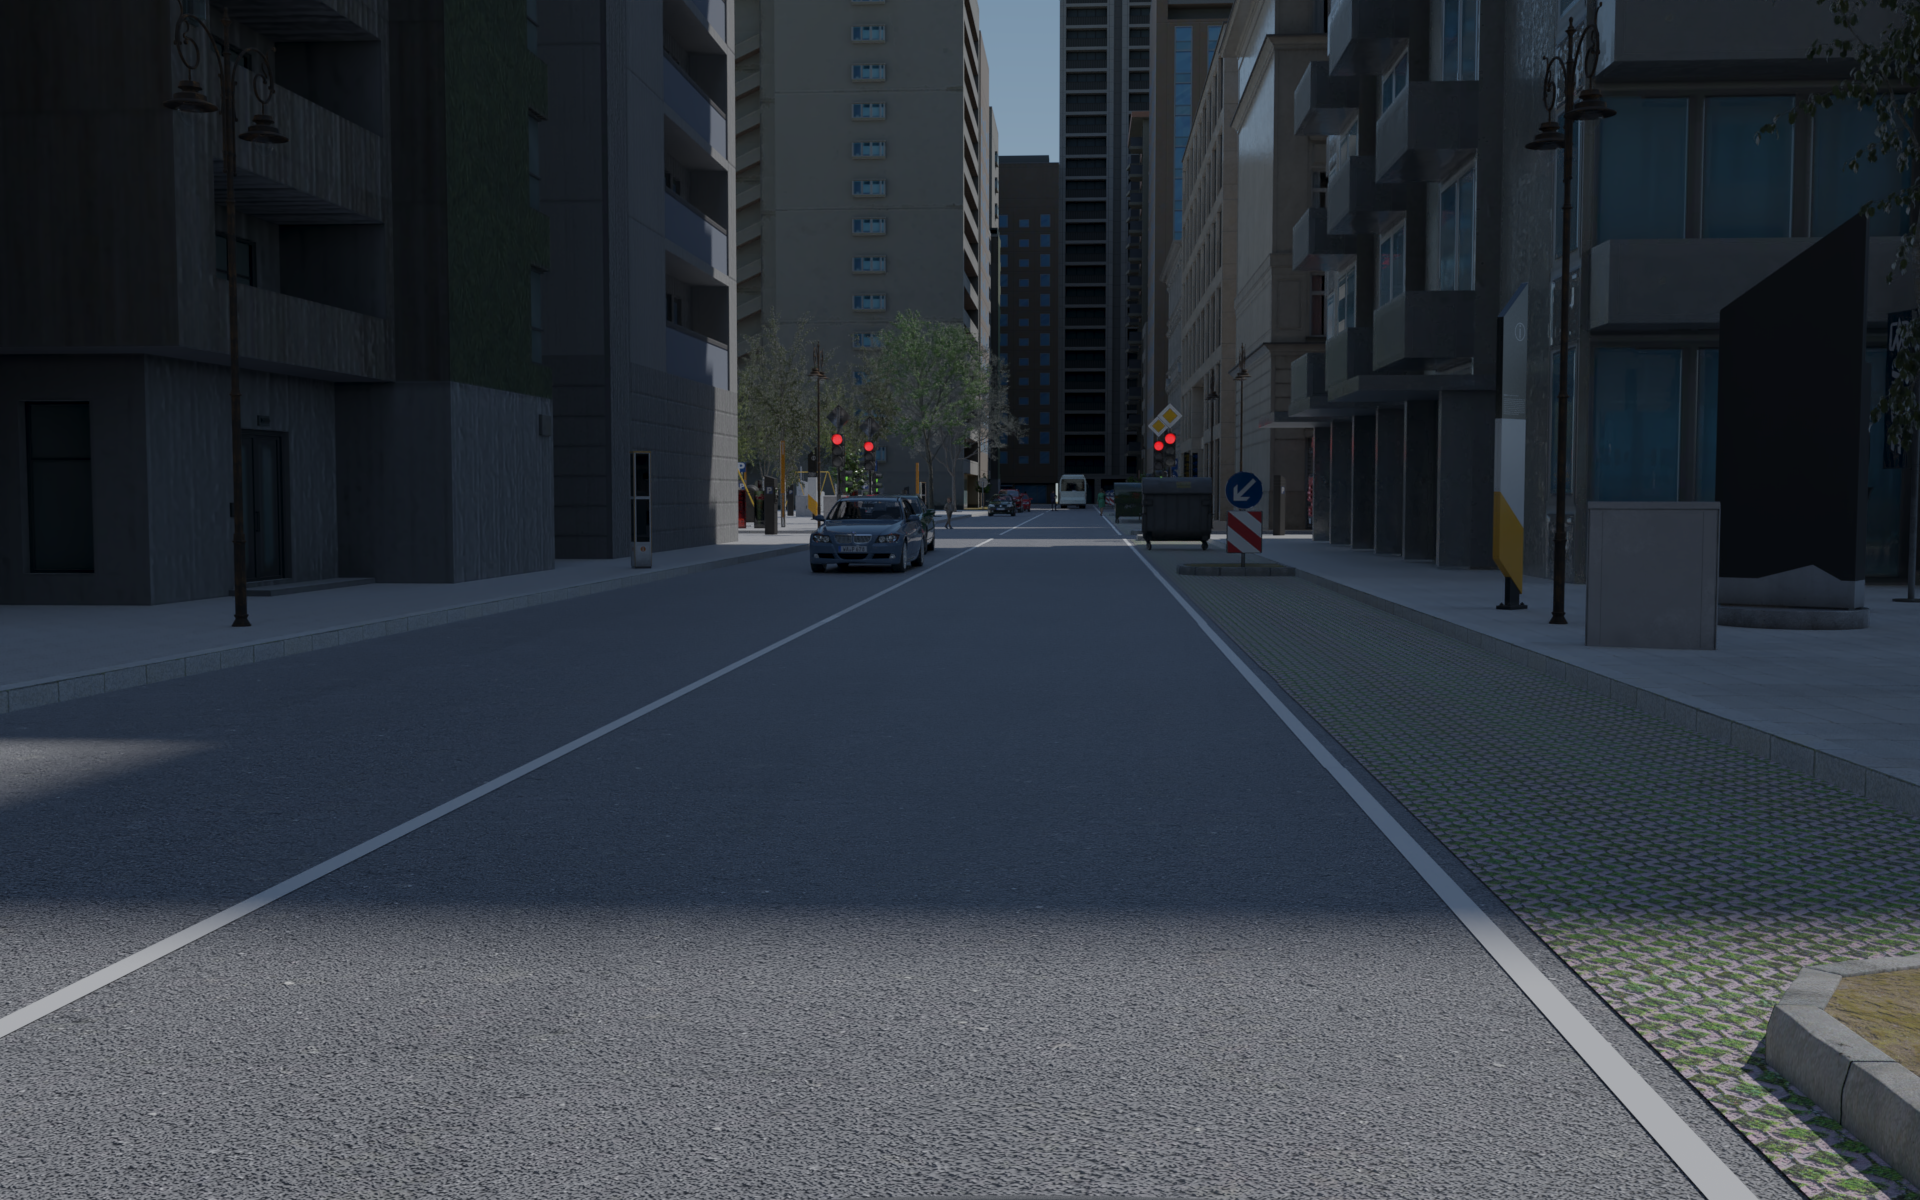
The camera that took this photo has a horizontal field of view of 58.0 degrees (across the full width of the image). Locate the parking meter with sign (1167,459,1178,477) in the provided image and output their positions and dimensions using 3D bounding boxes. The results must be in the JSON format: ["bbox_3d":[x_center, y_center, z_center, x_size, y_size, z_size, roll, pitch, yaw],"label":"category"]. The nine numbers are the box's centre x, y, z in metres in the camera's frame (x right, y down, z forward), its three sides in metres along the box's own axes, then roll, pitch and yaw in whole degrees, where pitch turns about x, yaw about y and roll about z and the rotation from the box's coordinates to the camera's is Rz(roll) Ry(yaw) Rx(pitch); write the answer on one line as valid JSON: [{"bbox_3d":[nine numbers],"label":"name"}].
[{"bbox_3d":[10.331,-5.373,84.110,0.543,3.016,1.738,0,4,5],"label":"parking meter with sign"}]

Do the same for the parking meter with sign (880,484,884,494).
[{"bbox_3d":[-6.161,-8.316,132.219,1.738,3.016,0.543,-1,4,-20],"label":"parking meter with sign"}]

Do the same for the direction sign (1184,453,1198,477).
[{"bbox_3d":[12.599,-6.277,94.627,0.876,3.537,0.379,-2,4,-24],"label":"direction sign"}]

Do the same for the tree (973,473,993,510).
[{"bbox_3d":[2.092,-9.108,143.518,1.663,3.219,1.824,0,3,0],"label":"tree"}]

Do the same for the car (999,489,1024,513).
[{"bbox_3d":[3.805,-7.635,133.499,2.281,1.827,5.304,0,4,4],"label":"car"}]

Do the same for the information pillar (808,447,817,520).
[{"bbox_3d":[-7.302,-5.783,85.899,0.504,3.616,0.183,1,4,22],"label":"information pillar"}]

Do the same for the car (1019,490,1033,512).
[{"bbox_3d":[4.806,-8.021,140.191,2.155,1.783,4.494,0,4,2],"label":"car"}]

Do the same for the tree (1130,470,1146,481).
[{"bbox_3d":[14.637,-8.796,138.421,1.663,3.219,1.824,0,3,0],"label":"tree"}]

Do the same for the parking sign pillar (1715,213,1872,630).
[{"bbox_3d":[8.129,-1.740,16.917,1.447,3.967,1.447,3,5,39],"label":"parking sign pillar"}]

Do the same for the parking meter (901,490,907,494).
[{"bbox_3d":[-3.547,-6.216,110.048,0.372,1.533,0.369,0,3,0],"label":"parking meter"}]

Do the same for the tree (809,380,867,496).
[{"bbox_3d":[-7.715,-9.782,110.290,4.737,8.622,4.395,0,3,0],"label":"tree"}]

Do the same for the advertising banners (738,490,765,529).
[{"bbox_3d":[-8.158,-4.167,64.317,2.074,3.025,0.090,-1,4,-14],"label":"advertising banners"}]

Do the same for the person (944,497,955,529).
[{"bbox_3d":[-0.429,-3.552,70.848,0.475,1.303,0.640,-3,5,-41],"label":"person"}]

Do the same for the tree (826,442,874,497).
[{"bbox_3d":[-4.012,-4.253,64.131,1.663,3.219,1.824,0,3,0],"label":"tree"}]

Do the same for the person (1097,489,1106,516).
[{"bbox_3d":[9.264,-6.403,113.442,0.600,1.795,0.529,1,4,13],"label":"person"}]

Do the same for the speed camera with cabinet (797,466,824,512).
[{"bbox_3d":[-10.652,-7.900,123.504,2.038,3.252,0.660,2,4,29],"label":"speed camera with cabinet"}]

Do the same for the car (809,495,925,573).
[{"bbox_3d":[-1.712,-1.295,33.178,2.014,1.417,4.499,0,4,5],"label":"car"}]

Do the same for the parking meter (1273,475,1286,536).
[{"bbox_3d":[9.870,-2.926,53.550,0.255,1.863,0.399,3,4,37],"label":"parking meter"}]

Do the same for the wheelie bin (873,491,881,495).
[{"bbox_3d":[-6.001,-7.101,124.015,0.693,1.594,0.980,0,4,-7],"label":"wheelie bin"}]

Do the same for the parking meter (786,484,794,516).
[{"bbox_3d":[-9.914,-5.832,101.061,0.399,1.863,0.255,-1,4,-19],"label":"parking meter"}]

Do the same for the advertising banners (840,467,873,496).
[{"bbox_3d":[-4.915,-5.158,80.514,2.074,3.025,0.090,2,4,31],"label":"advertising banners"}]

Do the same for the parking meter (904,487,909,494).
[{"bbox_3d":[-4.161,-7.849,134.036,0.399,1.863,0.255,1,4,15],"label":"parking meter"}]

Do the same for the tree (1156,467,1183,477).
[{"bbox_3d":[11.813,-6.290,97.435,1.663,3.219,1.824,0,3,0],"label":"tree"}]

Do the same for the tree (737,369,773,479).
[{"bbox_3d":[-12.665,-9.041,98.181,4.737,8.622,4.395,0,3,0],"label":"tree"}]

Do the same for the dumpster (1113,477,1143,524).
[{"bbox_3d":[8.412,-4.830,83.922,1.985,2.255,1.502,0,4,3],"label":"dumpster"}]

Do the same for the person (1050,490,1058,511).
[{"bbox_3d":[7.958,-8.363,145.685,0.683,1.767,0.568,-3,5,-39],"label":"person"}]

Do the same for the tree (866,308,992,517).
[{"bbox_3d":[-1.768,-10.514,97.652,9.928,11.665,9.643,0,3,0],"label":"tree"}]

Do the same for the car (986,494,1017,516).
[{"bbox_3d":[2.715,-6.258,112.110,2.009,1.686,4.222,0,4,4],"label":"car"}]

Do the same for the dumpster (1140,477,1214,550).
[{"bbox_3d":[5.536,-2.209,44.330,1.865,1.857,1.264,0,4,5],"label":"dumpster"}]

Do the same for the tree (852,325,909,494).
[{"bbox_3d":[-4.024,-7.683,75.974,4.360,8.622,3.978,0,3,0],"label":"tree"}]

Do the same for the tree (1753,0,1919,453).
[{"bbox_3d":[6.621,-3.706,10.950,4.360,8.622,3.978,0,3,0],"label":"tree"}]

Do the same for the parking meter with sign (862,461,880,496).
[{"bbox_3d":[-4.813,-5.716,89.716,0.543,3.016,1.738,1,4,17],"label":"parking meter with sign"}]

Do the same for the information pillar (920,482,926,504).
[{"bbox_3d":[-2.314,-6.316,107.758,0.304,2.012,0.304,-1,4,-21],"label":"information pillar"}]

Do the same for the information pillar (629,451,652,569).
[{"bbox_3d":[-5.502,-1.551,29.848,0.304,2.012,0.304,-2,4,-24],"label":"information pillar"}]

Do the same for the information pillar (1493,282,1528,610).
[{"bbox_3d":[6.087,-1.699,19.138,0.504,3.616,0.183,-3,5,-40],"label":"information pillar"}]

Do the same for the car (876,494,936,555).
[{"bbox_3d":[-1.622,-1.882,42.568,2.131,1.459,4.920,0,4,3],"label":"car"}]

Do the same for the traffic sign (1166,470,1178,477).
[{"bbox_3d":[10.555,-5.312,86.959,0.768,2.556,0.104,1,4,10],"label":"traffic sign"}]

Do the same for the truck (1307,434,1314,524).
[{"bbox_3d":[16.625,-4.182,57.288,11.283,4.237,2.839,0,4,6],"label":"truck"}]

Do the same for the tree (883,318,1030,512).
[{"bbox_3d":[-0.519,-12.947,122.059,12.009,13.543,11.850,0,3,0],"label":"tree"}]

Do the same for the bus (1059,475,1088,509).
[{"bbox_3d":[11.376,-10.934,173.625,2.948,3.499,13.247,0,4,4],"label":"bus"}]

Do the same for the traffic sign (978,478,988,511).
[{"bbox_3d":[1.781,-8.226,134.597,0.768,2.556,0.104,1,4,14],"label":"traffic sign"}]

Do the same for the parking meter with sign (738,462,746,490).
[{"bbox_3d":[-11.832,-5.964,93.765,0.543,3.016,1.738,-1,4,-9],"label":"parking meter with sign"}]

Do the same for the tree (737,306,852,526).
[{"bbox_3d":[-6.763,-7.238,68.706,4.360,8.622,3.978,0,3,0],"label":"tree"}]

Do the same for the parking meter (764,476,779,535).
[{"bbox_3d":[-5.942,-2.989,54.585,0.399,1.863,0.255,1,4,18],"label":"parking meter"}]

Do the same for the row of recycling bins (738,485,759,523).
[{"bbox_3d":[-10.571,-4.378,78.696,3.534,1.692,1.069,2,4,31],"label":"row of recycling bins"}]
